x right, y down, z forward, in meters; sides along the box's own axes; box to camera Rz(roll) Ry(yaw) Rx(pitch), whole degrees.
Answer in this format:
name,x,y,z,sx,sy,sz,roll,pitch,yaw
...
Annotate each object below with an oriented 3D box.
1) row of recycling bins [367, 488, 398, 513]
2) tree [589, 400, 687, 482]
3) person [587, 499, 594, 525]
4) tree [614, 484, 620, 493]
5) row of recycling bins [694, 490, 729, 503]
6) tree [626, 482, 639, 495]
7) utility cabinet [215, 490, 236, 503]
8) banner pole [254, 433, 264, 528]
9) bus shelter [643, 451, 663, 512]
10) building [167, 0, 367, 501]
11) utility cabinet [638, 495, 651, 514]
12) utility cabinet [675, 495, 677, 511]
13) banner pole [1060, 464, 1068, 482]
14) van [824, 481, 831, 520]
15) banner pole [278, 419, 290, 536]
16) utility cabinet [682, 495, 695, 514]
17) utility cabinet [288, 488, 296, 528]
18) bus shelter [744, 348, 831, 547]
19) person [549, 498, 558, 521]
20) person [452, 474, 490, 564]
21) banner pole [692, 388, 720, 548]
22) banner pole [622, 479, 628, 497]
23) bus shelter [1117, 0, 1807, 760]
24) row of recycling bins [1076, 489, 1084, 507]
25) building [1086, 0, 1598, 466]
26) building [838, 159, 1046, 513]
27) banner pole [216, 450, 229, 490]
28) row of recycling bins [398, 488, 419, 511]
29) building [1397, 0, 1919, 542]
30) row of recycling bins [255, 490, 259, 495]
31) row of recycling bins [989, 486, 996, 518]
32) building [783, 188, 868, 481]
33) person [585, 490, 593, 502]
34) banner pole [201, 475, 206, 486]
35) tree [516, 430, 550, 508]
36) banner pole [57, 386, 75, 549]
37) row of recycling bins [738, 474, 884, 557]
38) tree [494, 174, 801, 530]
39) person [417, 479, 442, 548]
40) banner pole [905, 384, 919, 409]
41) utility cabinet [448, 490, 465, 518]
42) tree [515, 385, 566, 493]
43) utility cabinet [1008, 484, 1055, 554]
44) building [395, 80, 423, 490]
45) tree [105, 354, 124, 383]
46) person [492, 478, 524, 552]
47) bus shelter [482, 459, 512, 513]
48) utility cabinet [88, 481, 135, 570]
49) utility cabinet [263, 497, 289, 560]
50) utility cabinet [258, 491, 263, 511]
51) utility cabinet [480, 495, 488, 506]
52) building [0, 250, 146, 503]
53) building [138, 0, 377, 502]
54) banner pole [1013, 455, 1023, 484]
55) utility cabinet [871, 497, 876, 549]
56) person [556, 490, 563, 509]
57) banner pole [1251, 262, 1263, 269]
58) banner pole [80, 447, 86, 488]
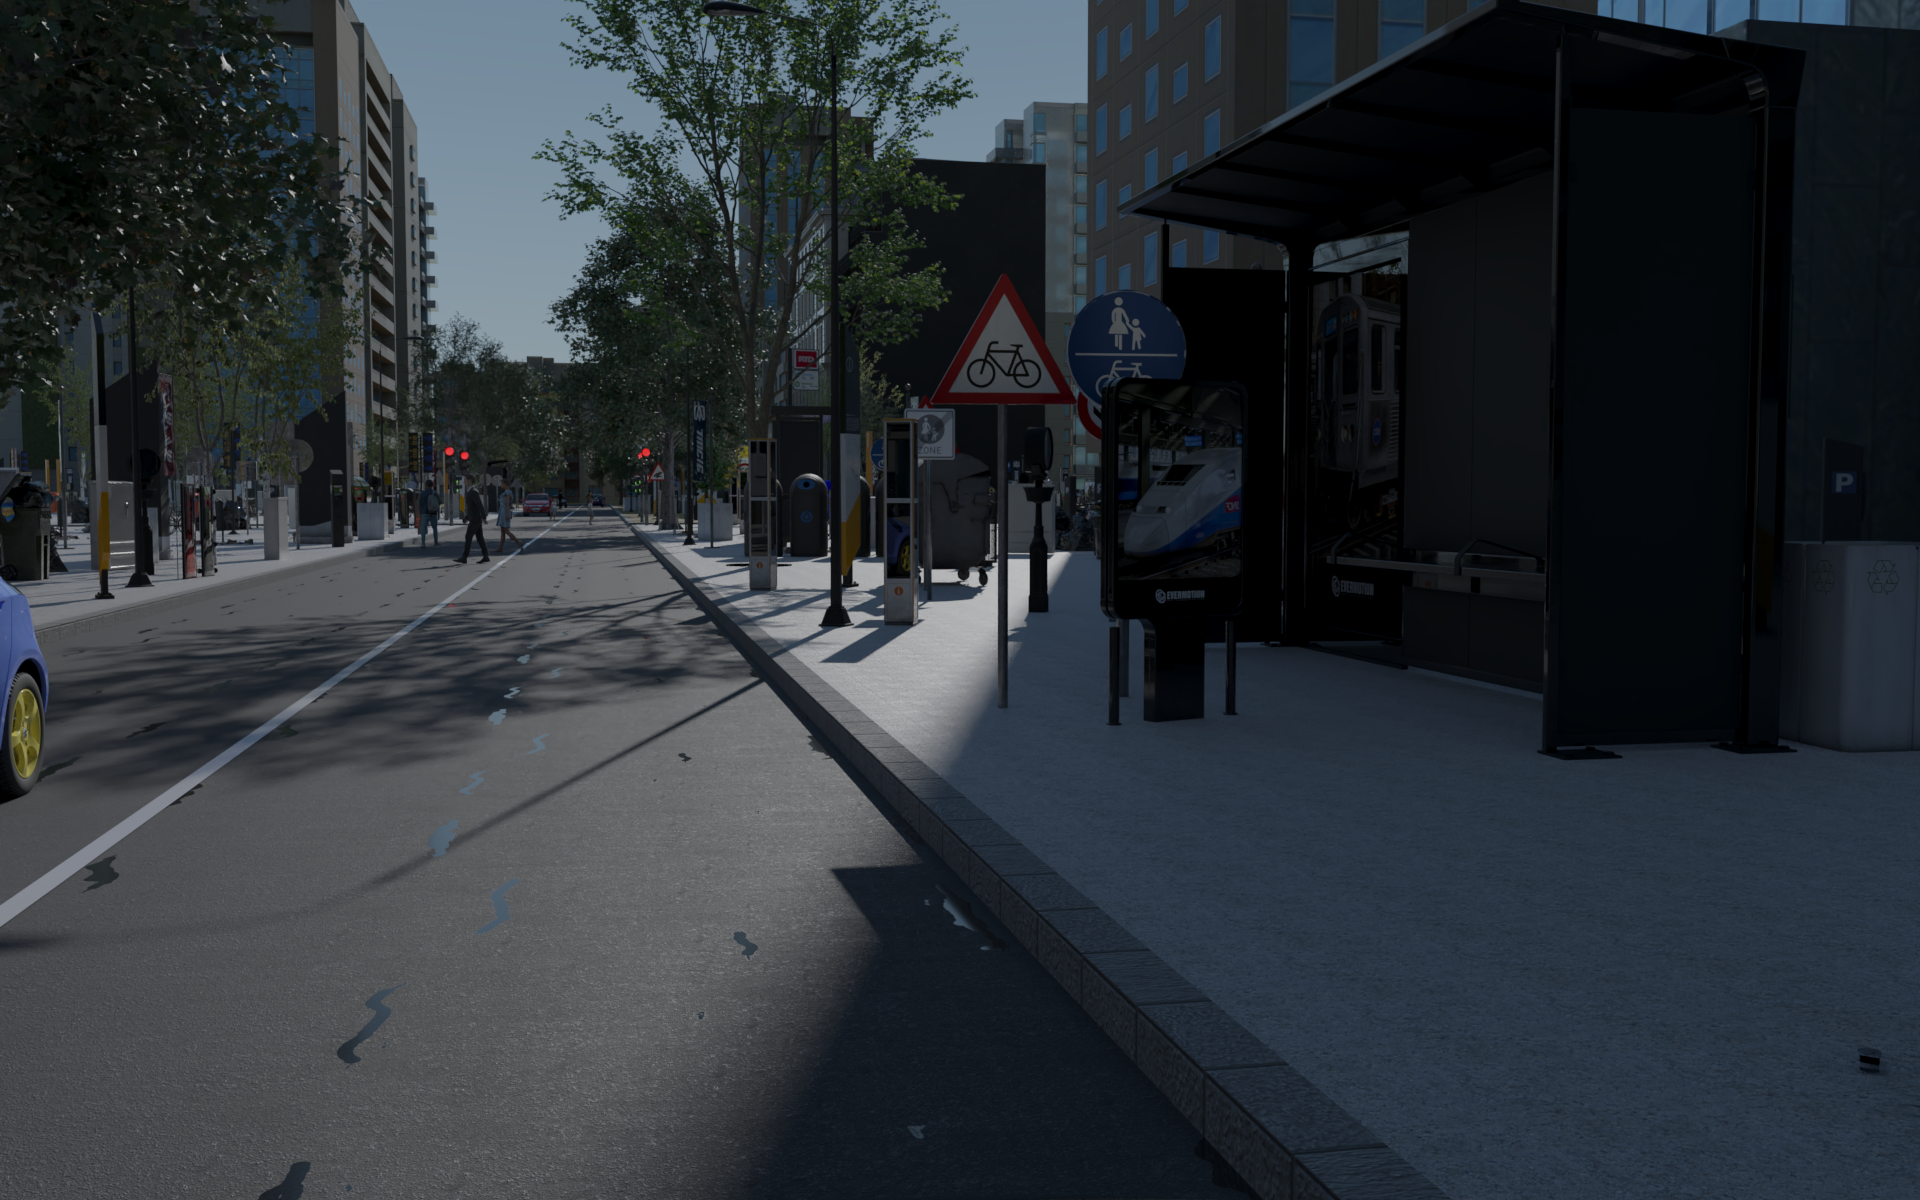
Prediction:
name,x,y,z,sx,sy,sz,roll,pitch,yaw
row of recycling bins,-37.783,-6.293,109.996,3.534,1.692,1.069,0,4,3
tree,-25.330,-14.136,137.772,9.857,13.997,8.962,0,3,0
person,-17.240,-4.100,80.547,0.382,1.210,0.505,-2,4,-35
tree,-42.835,-13.761,219.594,1.663,3.219,1.824,0,3,0
row of recycling bins,-16.692,-6.750,117.477,3.534,1.692,1.069,-1,4,-14
tree,-26.864,-9.164,144.430,1.663,3.219,1.824,0,3,0
utility cabinet,-40.868,-5.358,96.286,1.173,1.500,0.318,-3,5,-40
banner pole,-26.090,-4.554,64.467,0.863,3.779,0.401,3,5,42
bus shelter,-21.199,-8.760,120.853,2.179,5.291,8.768,-1,4,-12
building,-60.947,-30.766,153.129,14.600,45.320,14.200,-1,4,-12
utility cabinet,-20.406,-6.167,111.988,0.306,1.237,1.020,-3,5,-42
utility cabinet,-16.542,-5.407,99.566,0.306,1.237,1.020,0,4,2
banner pole,8.671,-9.467,144.805,0.863,3.779,0.401,1,4,9
van,-6.277,-4.426,76.753,5.245,2.365,2.240,-1,4,-13
banner pole,-20.650,-3.824,52.534,0.401,3.779,0.863,-3,5,-39
utility cabinet,-16.949,-5.972,108.800,1.020,1.237,0.306,1,4,10
utility cabinet,-24.592,-3.402,64.300,0.318,1.500,1.173,-3,4,-38
bus shelter,-4.444,-4.144,45.391,2.179,5.291,8.768,-1,4,-12
person,-21.808,-4.860,92.975,0.382,1.210,0.505,1,4,17
person,-10.074,-1.675,35.671,0.755,1.850,0.659,-1,4,-12
banner pole,-6.011,-3.104,40.771,0.401,3.779,0.863,2,4,34
banner pole,-28.994,-9.788,150.052,0.401,3.779,0.863,2,4,31
bus shelter,2.751,-1.232,11.434,1.731,3.624,6.357,-1,4,-12
row of recycling bins,9.854,-8.221,141.520,1.069,1.692,3.534,3,4,37
building,12.589,-24.679,53.611,14.600,45.320,14.200,-1,4,-12
building,-1.864,-17.965,123.407,12.332,23.373,15.834,-1,4,-12
banner pole,-42.319,-6.682,99.262,0.863,3.779,0.401,0,4,2
row of recycling bins,-38.850,-6.934,120.481,3.534,1.692,1.069,1,4,14
building,22.602,-43.180,18.663,22.319,86.520,31.000,-1,4,-12
row of recycling bins,-54.312,-7.938,136.894,3.534,1.692,1.069,-3,4,-36
row of recycling bins,2.775,-5.004,88.928,3.534,1.692,1.069,0,4,3
building,-7.062,-21.151,143.075,12.463,27.353,25.104,-1,4,-12
person,-37.233,-10.113,173.947,0.705,1.812,1.348,1,4,22
banner pole,-45.631,-7.010,104.633,0.863,3.779,0.401,0,4,-3
tree,-41.155,-12.905,161.366,4.737,8.622,4.395,0,3,0
banner pole,-20.942,-3.081,40.392,0.401,3.779,0.863,-2,4,-32
row of recycling bins,-2.702,-1.740,35.564,3.534,1.692,1.069,0,4,3
tree,-10.449,-8.859,61.859,9.611,12.733,9.660,0,3,0
person,-14.006,-2.269,45.577,0.794,1.824,0.713,1,4,12
banner pole,-1.091,-3.018,39.365,0.401,3.779,0.863,-2,4,-23
utility cabinet,-27.012,-5.174,93.278,1.173,1.500,0.318,0,4,0
tree,-42.031,-15.398,169.880,7.486,12.596,7.792,0,3,0
utility cabinet,1.427,-1.730,36.957,1.173,1.500,0.318,1,4,14
building,-72.924,-34.972,195.488,21.600,48.544,21.300,-1,4,-12
tree,-28.988,-7.037,65.421,4.737,8.622,4.395,0,3,0
person,-11.080,-2.070,42.437,0.778,1.811,0.616,0,4,-2
bus shelter,-31.786,-7.817,119.091,1.731,3.624,6.357,-1,4,-12
utility cabinet,-14.257,-1.260,29.272,0.318,1.500,1.173,0,3,0
utility cabinet,-13.502,-1.407,34.166,0.306,1.237,1.020,-1,4,-12
utility cabinet,-52.559,-7.475,130.892,1.173,1.500,0.318,0,4,2
utility cabinet,-31.312,-6.185,112.284,1.020,1.237,0.306,0,4,4
building,-98.070,-39.641,190.136,28.212,58.520,21.231,-1,4,-12
building,-67.938,-33.428,170.257,21.300,48.544,21.600,-1,4,-12
banner pole,3.786,-7.418,111.298,0.863,3.779,0.401,1,4,11
utility cabinet,-1.835,-1.806,40.692,1.020,1.237,0.306,0,4,6
person,-38.110,-9.593,164.980,0.705,1.869,1.348,-3,5,-43
banner pole,2.985,-1.758,18.768,0.863,3.779,0.401,-1,4,-14
banner pole,-45.379,-6.091,89.613,0.863,3.779,0.401,3,5,41
